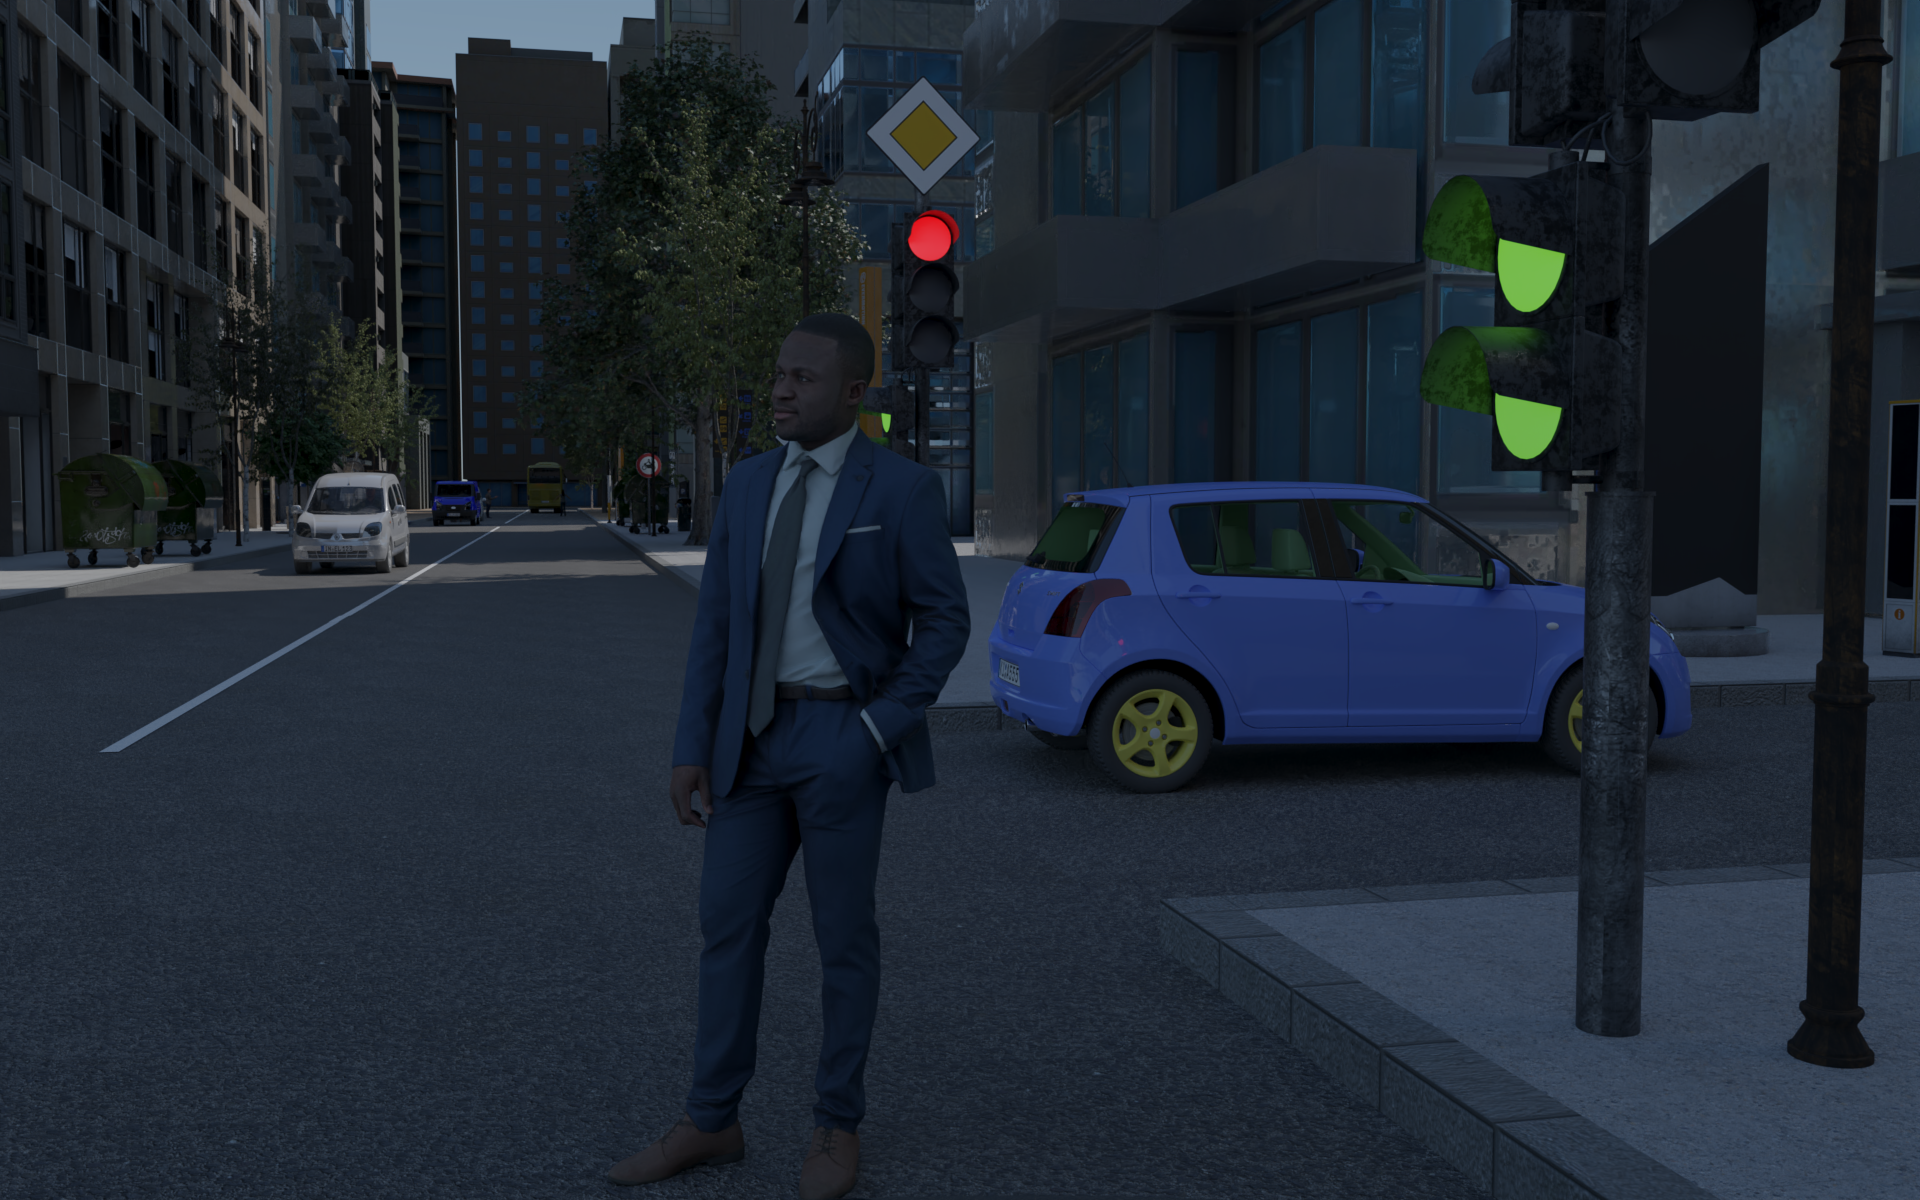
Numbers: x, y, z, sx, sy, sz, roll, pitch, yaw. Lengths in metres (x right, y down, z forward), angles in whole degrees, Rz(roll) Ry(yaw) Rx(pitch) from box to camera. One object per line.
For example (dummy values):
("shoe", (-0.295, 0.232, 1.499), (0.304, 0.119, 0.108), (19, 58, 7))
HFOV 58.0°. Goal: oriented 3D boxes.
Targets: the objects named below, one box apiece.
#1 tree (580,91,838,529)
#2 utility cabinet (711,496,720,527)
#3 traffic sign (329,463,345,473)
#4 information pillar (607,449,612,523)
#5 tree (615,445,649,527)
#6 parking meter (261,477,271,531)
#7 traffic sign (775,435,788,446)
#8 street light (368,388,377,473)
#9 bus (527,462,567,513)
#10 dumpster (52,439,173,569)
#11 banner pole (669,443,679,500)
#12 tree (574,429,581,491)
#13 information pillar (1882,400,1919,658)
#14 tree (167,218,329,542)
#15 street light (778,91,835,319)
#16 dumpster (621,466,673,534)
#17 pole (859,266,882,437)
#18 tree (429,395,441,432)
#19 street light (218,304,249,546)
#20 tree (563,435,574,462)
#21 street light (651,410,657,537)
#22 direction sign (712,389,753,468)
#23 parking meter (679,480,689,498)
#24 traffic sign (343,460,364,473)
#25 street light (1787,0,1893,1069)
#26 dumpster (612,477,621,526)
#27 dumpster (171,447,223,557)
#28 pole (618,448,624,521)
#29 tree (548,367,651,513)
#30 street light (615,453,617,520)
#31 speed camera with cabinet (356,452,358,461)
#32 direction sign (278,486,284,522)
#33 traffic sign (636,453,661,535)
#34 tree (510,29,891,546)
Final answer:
("tree", (-4.302, -4.992, 31.989), (4.737, 8.622, 4.395), (0, 3, 0))
("utility cabinet", (-8.055, -2.764, 56.347), (0.306, 1.237, 1.020), (0, 4, 6))
("traffic sign", (-23.149, -3.851, 64.154), (0.795, 2.450, 0.064), (-1, 4, -13))
("information pillar", (-15.534, -5.219, 76.693), (0.183, 3.616, 0.504), (0, 4, -5))
("tree", (-12.406, -4.435, 67.115), (1.663, 3.219, 1.824), (0, 3, 0))
("parking meter", (-24.156, -3.338, 60.280), (0.255, 1.863, 0.399), (-2, 4, -32))
("traffic sign", (-2.077, -1.346, 23.199), (0.795, 2.450, 0.064), (0, 4, -6))
("street light", (-25.379, -6.251, 74.997), (0.468, 5.910, 1.993), (-1, 4, -13))
("bus", (-31.724, -8.655, 133.057), (2.896, 3.916, 12.252), (-1, 4, -12))
("dumpster", (-15.016, -1.721, 30.635), (1.502, 2.255, 1.985), (-1, 4, -13))
("banner pole", (-14.040, -5.823, 85.227), (0.863, 3.779, 0.401), (3, 4, 36))
("tree", (-11.573, -6.904, 63.250), (4.737, 8.622, 4.395), (0, 3, 0))
("information pillar", (7.526, -0.560, 13.648), (0.304, 2.012, 0.304), (-2, 4, -24))
("tree", (-19.326, -5.890, 46.663), (4.360, 8.622, 3.978), (0, 3, 0))
("street light", (-1.813, -2.914, 20.432), (0.468, 5.910, 1.993), (-1, 4, -13))
("dumpster", (-10.087, -3.276, 56.057), (1.502, 2.255, 1.985), (-1, 4, -13))
("pole", (-0.806, -1.335, 15.678), (0.158, 3.312, 0.155), (0, 3, 0))
("tree", (-27.781, -8.185, 84.191), (4.737, 8.622, 4.395), (0, 3, 0))
("street light", (-17.718, -4.256, 42.366), (0.468, 5.910, 1.993), (-1, 4, -13))
("tree", (-20.964, -9.398, 104.019), (4.737, 8.622, 4.395), (0, 3, 0))
("street light", (-9.251, -4.858, 52.211), (0.468, 5.910, 1.993), (-1, 4, -13))
("direction sign", (-4.914, -2.780, 37.457), (0.876, 3.537, 0.379), (-1, 4, -21))
("parking meter", (-11.588, -4.101, 72.770), (0.399, 1.863, 0.255), (1, 4, 18))
("traffic sign", (-22.982, -4.012, 65.695), (0.768, 2.556, 0.104), (-1, 4, -10))
("street light", (1.986, -1.895, 3.774), (0.468, 5.910, 1.993), (-1, 4, -13))
("dumpster", (-13.131, -4.085, 69.276), (1.502, 2.255, 1.985), (-1, 4, -13))
("dumpster", (-16.260, -2.045, 35.928), (1.502, 2.255, 1.985), (-1, 4, -13))
("pole", (-13.835, -4.703, 70.734), (0.158, 3.312, 0.155), (0, 3, 0))
("tree", (-24.610, -12.200, 117.602), (7.486, 12.596, 7.792), (0, 3, 0))
("street light", (-16.807, -6.835, 84.542), (0.468, 5.910, 1.993), (-1, 4, -13))
("speed camera with cabinet", (-26.636, -4.908, 74.575), (2.038, 3.252, 0.660), (1, 4, 17))
("direction sign", (-30.815, -5.281, 78.347), (0.379, 3.537, 0.876), (0, 4, -6))
("traffic sign", (-9.667, -3.287, 53.849), (0.768, 2.556, 0.104), (-1, 4, -11))
("tree", (-6.352, -7.716, 43.158), (9.611, 12.733, 9.660), (0, 3, 0))
